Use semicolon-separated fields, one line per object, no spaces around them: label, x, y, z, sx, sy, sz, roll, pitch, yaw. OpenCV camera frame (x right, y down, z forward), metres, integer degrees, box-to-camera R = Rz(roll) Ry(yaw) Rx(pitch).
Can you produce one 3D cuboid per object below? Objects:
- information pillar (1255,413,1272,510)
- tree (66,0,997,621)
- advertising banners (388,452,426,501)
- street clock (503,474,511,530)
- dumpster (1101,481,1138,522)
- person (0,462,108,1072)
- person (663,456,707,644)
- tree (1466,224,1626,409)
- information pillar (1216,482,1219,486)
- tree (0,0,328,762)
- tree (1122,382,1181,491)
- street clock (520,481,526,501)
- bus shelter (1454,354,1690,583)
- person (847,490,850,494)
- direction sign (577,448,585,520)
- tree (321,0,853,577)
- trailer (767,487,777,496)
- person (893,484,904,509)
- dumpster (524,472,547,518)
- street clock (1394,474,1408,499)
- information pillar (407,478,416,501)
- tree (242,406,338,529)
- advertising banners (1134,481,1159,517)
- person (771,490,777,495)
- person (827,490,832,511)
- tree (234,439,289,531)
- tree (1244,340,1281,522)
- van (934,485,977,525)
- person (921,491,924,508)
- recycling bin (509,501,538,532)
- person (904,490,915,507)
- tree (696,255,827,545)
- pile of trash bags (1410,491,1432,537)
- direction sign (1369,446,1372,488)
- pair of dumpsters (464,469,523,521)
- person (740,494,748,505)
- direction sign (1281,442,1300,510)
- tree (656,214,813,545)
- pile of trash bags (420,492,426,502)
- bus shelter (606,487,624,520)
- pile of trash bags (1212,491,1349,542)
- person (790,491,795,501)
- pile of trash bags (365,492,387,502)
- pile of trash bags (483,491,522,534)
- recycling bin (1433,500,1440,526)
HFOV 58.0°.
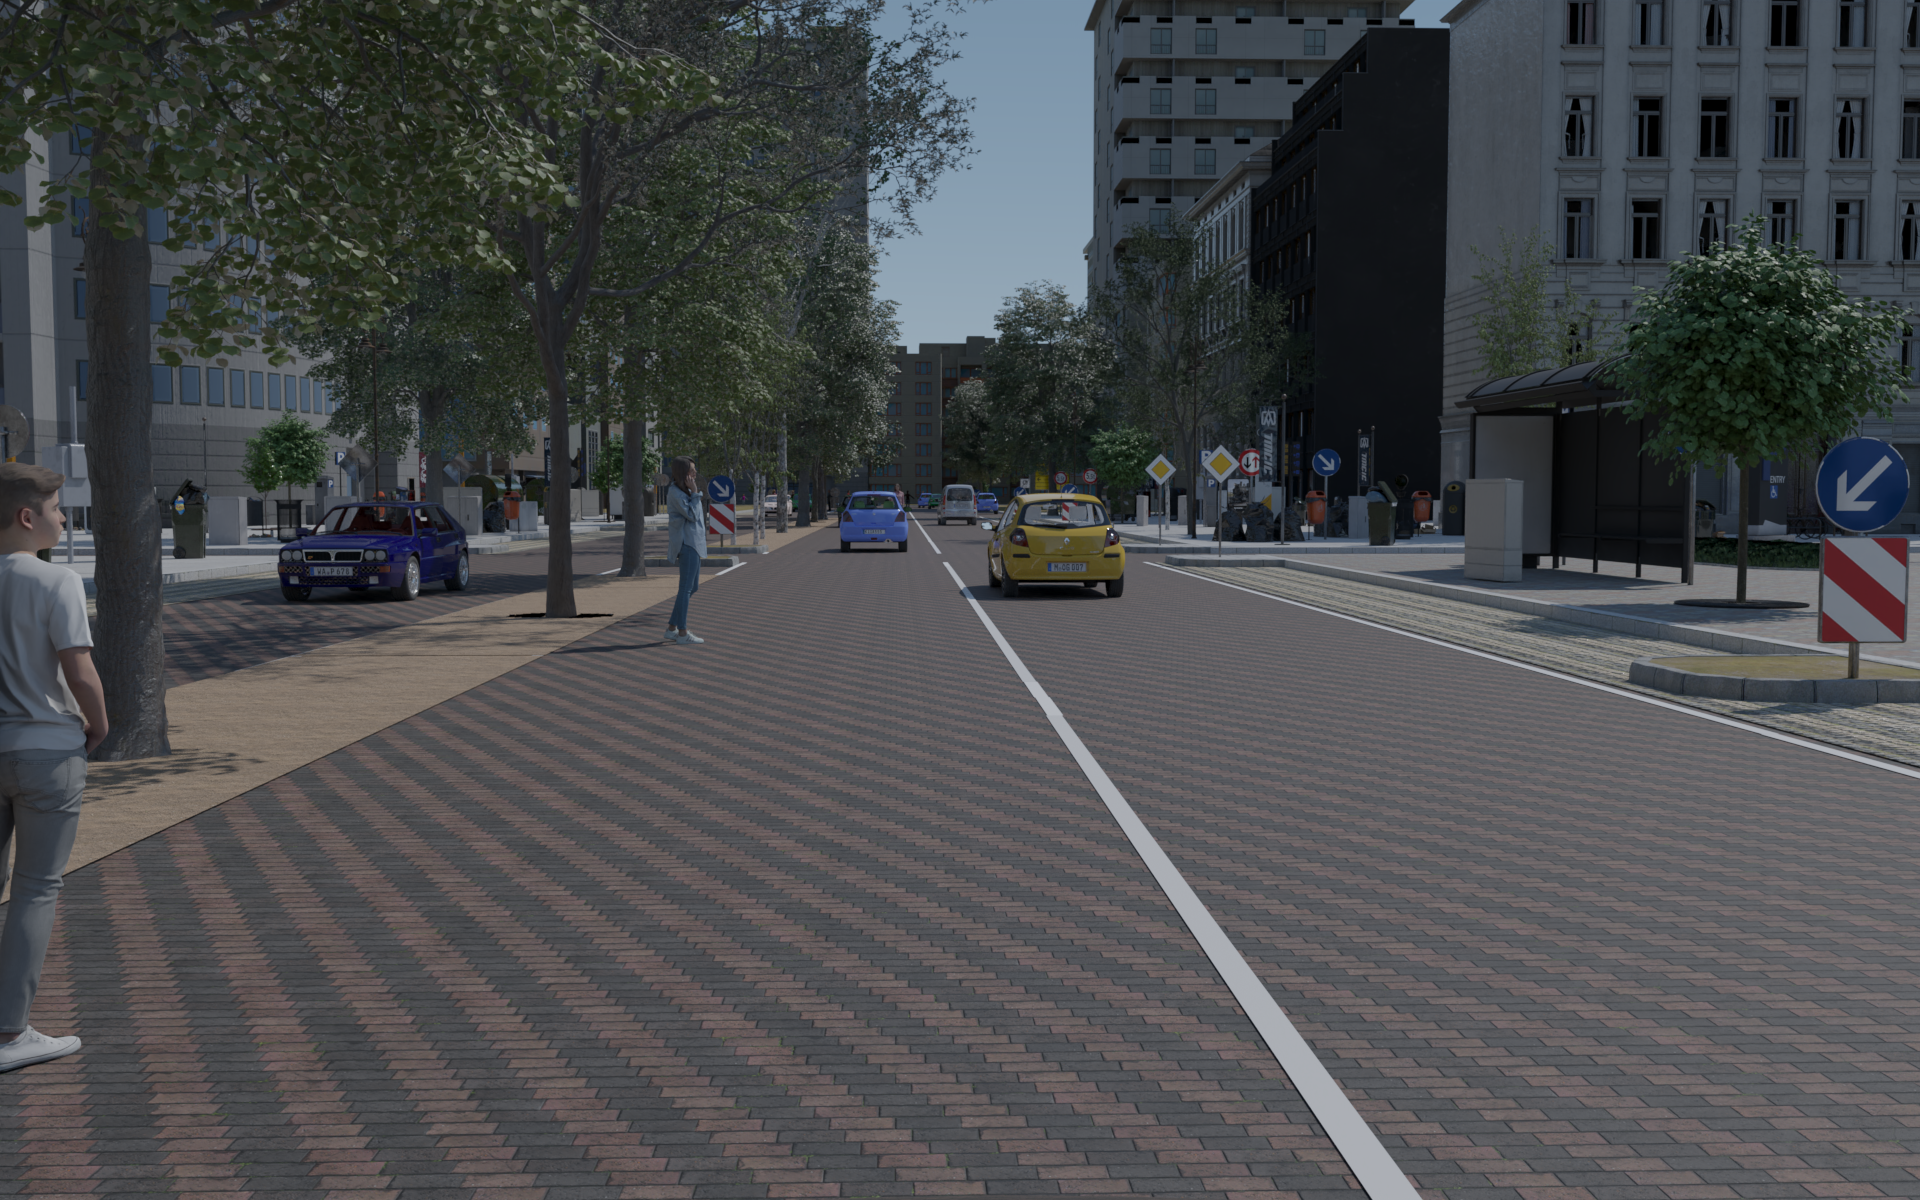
information pillar;8.750;-3.588;50.012;0.504;3.616;0.183;0;4;7
tree;-4.579;-6.524;19.488;12.009;13.543;11.850;0;3;0
advertising banners;-22.528;-4.569;70.883;0.090;3.025;2.074;2;4;32
street clock;-16.128;-3.504;61.859;0.358;2.002;0.471;-1;4;-15
dumpster;7.513;-4.829;81.449;1.502;2.255;1.985;0;4;-2
person;-2.422;0.412;4.359;0.503;1.515;0.523;-2;4;-27
person;-2.647;-0.478;16.573;0.793;1.790;0.793;-3;4;-36
tree;15.612;-5.921;47.173;4.737;8.622;4.395;0;3;0
information pillar;15.070;-5.951;101.791;0.304;2.012;0.304;3;5;41
tree;-4.655;-5.437;9.475;7.486;12.596;7.792;0;3;0
tree;12.163;-9.869;111.722;4.737;8.622;4.395;0;3;0
street clock;-23.930;-5.517;94.771;0.358;2.002;0.471;1;4;11
bus shelter;9.651;-2.041;27.288;2.014;3.302;5.546;0;4;-2
person;-11.866;-10.796;184.953;0.705;1.831;1.348;0;4;5
direction sign;-18.511;-5.660;84.543;0.379;3.537;0.876;-2;4;-30
tree;-5.760;-6.689;29.944;7.486;12.596;7.792;0;3;0
trailer;-16.158;-8.712;149.485;1.471;1.999;3.904;0;4;-4
person;-2.405;-3.533;66.279;0.555;1.821;0.388;-1;4;-19
dumpster;-18.376;-4.530;76.551;1.502;2.255;1.985;0;4;-2
street clock;16.149;-3.600;63.423;0.471;2.002;0.358;1;4;20
information pillar;-24.497;-4.457;77.364;0.304;2.012;0.304;-2;4;-25
tree;-25.020;-4.961;64.832;4.285;4.588;4.351;0;3;0
advertising banners;10.337;-6.105;95.997;2.074;3.025;0.090;-1;4;-20
person;-13.194;-6.989;123.494;1.217;1.743;0.721;2;4;29
person;-11.042;-8.407;146.089;0.705;1.807;1.348;1;4;19
tree;-24.501;-4.078;61.274;1.663;3.219;1.824;0;3;0
tree;12.784;-7.842;78.583;4.360;8.622;3.978;0;3;0
van;-0.149;-4.493;80.474;2.013;2.044;4.112;0;4;-4
person;-3.896;-10.481;180.411;0.434;1.755;0.990;1;4;11
recycling bin;-15.038;-2.881;59.656;0.722;1.027;0.722;-3;5;-44
person;-4.169;-7.925;138.902;1.217;1.723;0.721;1;4;15
tree;-5.774;-5.870;48.797;4.360;8.622;3.978;0;3;0
pile of trash bags;12.379;-2.570;51.779;3.447;1.369;1.912;0;4;-1
direction sign;19.166;-5.443;80.983;0.379;3.537;0.876;2;4;25
pair of dumpsters;-17.507;-3.798;64.593;1.574;2.255;4.437;0;4;-2
person;-24.445;-11.264;195.893;0.991;1.433;0.599;-3;4;-38
direction sign;14.277;-5.069;74.881;0.876;3.537;0.379;-1;4;-13
tree;-5.791;-5.586;44.153;4.737;8.622;4.395;0;3;0
pile of trash bags;-29.994;-5.294;96.313;1.912;1.369;3.447;-1;4;-15
bus shelter;-16.938;-5.795;88.672;2.014;3.302;5.546;0;4;-2
pile of trash bags;8.682;-2.302;47.391;3.447;1.369;1.912;-2;4;-32
person;-14.945;-8.860;153.880;0.721;1.766;1.217;-2;4;-23
pile of trash bags;-21.482;-3.344;64.420;1.912;1.369;3.447;-1;4;-15
pile of trash bags;-15.632;-2.893;57.060;3.447;1.369;1.912;3;4;37
recycling bin;19.621;-3.515;70.022;0.722;1.027;0.722;-1;4;-16
